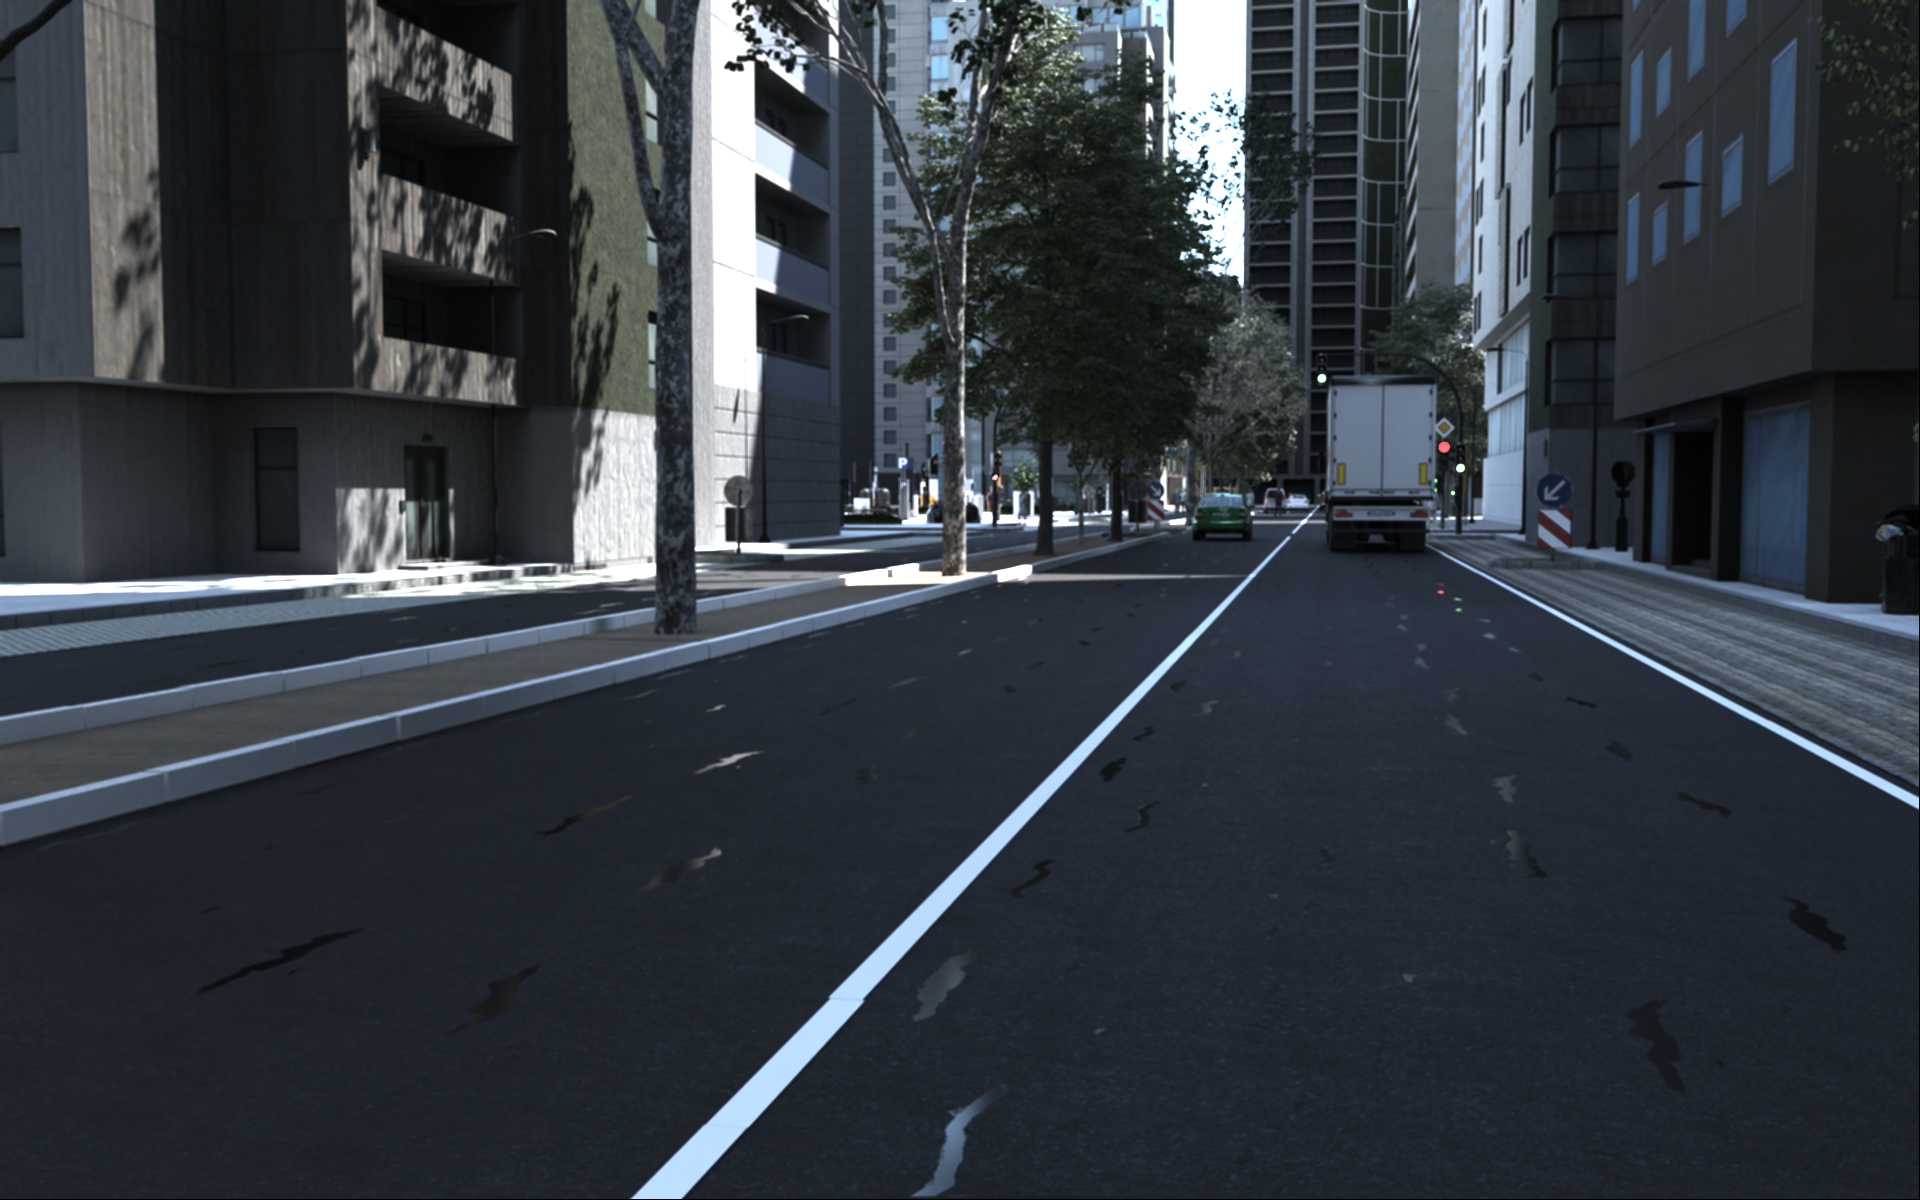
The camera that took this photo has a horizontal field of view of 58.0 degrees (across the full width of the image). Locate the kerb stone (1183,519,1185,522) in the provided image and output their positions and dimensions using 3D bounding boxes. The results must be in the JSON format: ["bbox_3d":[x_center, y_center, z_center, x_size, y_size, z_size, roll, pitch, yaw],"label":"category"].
[{"bbox_3d":[11.168,-4.001,87.703,0.120,0.150,1.000,1,4,12],"label":"kerb stone"}]

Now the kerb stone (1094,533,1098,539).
[{"bbox_3d":[4.188,-2.013,55.101,0.120,0.150,1.000,1,4,12],"label":"kerb stone"}]

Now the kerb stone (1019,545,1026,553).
[{"bbox_3d":[1.399,-1.215,42.058,0.120,0.150,1.000,1,4,12],"label":"kerb stone"}]

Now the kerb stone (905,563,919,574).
[{"bbox_3d":[-0.954,-0.541,31.036,0.120,0.150,1.000,1,4,12],"label":"kerb stone"}]

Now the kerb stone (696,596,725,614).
[{"bbox_3d":[-3.106,0.072,21.012,0.120,0.150,1.000,1,4,12],"label":"kerb stone"}]

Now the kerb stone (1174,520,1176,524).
[{"bbox_3d":[10.093,-3.700,82.690,0.120,0.150,1.000,1,4,12],"label":"kerb stone"}]

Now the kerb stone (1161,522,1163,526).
[{"bbox_3d":[8.788,-3.332,76.674,0.120,0.150,1.000,1,4,12],"label":"kerb stone"}]

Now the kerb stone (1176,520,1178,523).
[{"bbox_3d":[10.302,-3.761,83.691,0.120,0.150,1.000,1,4,12],"label":"kerb stone"}]

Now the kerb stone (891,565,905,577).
[{"bbox_3d":[-1.173,-0.479,30.031,0.120,0.150,1.000,1,4,12],"label":"kerb stone"}]

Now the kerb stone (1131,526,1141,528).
[{"bbox_3d":[6.870,-2.780,67.646,0.120,0.150,1.000,1,4,12],"label":"kerb stone"}]

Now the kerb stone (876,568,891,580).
[{"bbox_3d":[-1.384,-0.415,29.031,0.120,0.150,1.000,1,4,12],"label":"kerb stone"}]

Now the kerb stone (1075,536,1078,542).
[{"bbox_3d":[3.333,-1.765,51.083,0.120,0.150,1.000,1,4,12],"label":"kerb stone"}]

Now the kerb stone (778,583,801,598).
[{"bbox_3d":[-2.454,-0.112,24.025,0.120,0.150,1.000,1,4,12],"label":"kerb stone"}]

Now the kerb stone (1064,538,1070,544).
[{"bbox_3d":[2.904,-1.644,49.074,0.120,0.150,1.000,1,4,12],"label":"kerb stone"}]

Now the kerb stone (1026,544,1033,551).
[{"bbox_3d":[1.614,-1.276,43.059,0.120,0.150,1.000,1,4,12],"label":"kerb stone"}]

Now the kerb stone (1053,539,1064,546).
[{"bbox_3d":[2.687,-1.583,48.073,0.120,0.150,1.000,1,4,12],"label":"kerb stone"}]

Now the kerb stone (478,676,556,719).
[{"bbox_3d":[-2.980,0.652,11.528,0.120,0.150,1.000,1,4,12],"label":"kerb stone"}]

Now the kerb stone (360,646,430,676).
[{"bbox_3d":[-4.608,0.502,13.982,0.120,0.150,1.000,1,4,12],"label":"kerb stone"}]

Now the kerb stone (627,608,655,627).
[{"bbox_3d":[-3.536,0.195,19.012,0.120,0.150,1.000,1,4,12],"label":"kerb stone"}]

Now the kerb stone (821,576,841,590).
[{"bbox_3d":[-2.030,-0.234,26.024,0.120,0.150,1.000,1,4,12],"label":"kerb stone"}]

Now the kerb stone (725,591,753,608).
[{"bbox_3d":[-2.883,0.011,22.009,0.120,0.150,1.000,1,4,12],"label":"kerb stone"}]

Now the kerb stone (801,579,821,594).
[{"bbox_3d":[-2.242,-0.173,25.025,0.120,0.150,1.000,1,4,12],"label":"kerb stone"}]

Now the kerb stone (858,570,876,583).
[{"bbox_3d":[-1.595,-0.357,28.031,0.120,0.150,1.000,1,4,12],"label":"kerb stone"}]

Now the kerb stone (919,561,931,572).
[{"bbox_3d":[-0.751,-0.602,32.038,0.120,0.150,1.000,1,4,12],"label":"kerb stone"}]

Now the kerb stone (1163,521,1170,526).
[{"bbox_3d":[9.446,-3.516,79.678,0.120,0.150,1.000,1,4,12],"label":"kerb stone"}]

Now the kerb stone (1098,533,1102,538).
[{"bbox_3d":[4.407,-2.074,56.109,0.120,0.150,1.000,1,4,12],"label":"kerb stone"}]

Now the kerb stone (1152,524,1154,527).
[{"bbox_3d":[7.942,-3.087,72.663,0.120,0.150,1.000,1,4,12],"label":"kerb stone"}]

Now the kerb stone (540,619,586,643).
[{"bbox_3d":[-3.962,0.318,16.997,0.120,0.150,1.000,1,4,12],"label":"kerb stone"}]

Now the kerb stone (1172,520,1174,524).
[{"bbox_3d":[9.870,-3.639,81.692,0.120,0.150,1.000,1,4,12],"label":"kerb stone"}]

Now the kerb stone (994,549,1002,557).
[{"bbox_3d":[0.748,-1.031,39.051,0.120,0.150,1.000,1,4,12],"label":"kerb stone"}]

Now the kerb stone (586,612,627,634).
[{"bbox_3d":[-3.746,0.256,18.008,0.120,0.150,1.000,1,4,12],"label":"kerb stone"}]

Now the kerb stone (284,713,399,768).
[{"bbox_3d":[-3.417,0.775,9.523,0.120,0.150,1.000,1,4,12],"label":"kerb stone"}]

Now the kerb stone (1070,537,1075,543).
[{"bbox_3d":[3.114,-1.703,50.085,0.120,0.150,1.000,1,4,12],"label":"kerb stone"}]

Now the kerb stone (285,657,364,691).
[{"bbox_3d":[-4.817,0.570,12.982,0.120,0.150,1.000,1,4,12],"label":"kerb stone"}]

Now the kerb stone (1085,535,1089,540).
[{"bbox_3d":[3.761,-1.890,53.094,0.120,0.150,1.000,1,4,12],"label":"kerb stone"}]

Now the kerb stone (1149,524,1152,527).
[{"bbox_3d":[7.727,-3.025,71.655,0.120,0.150,1.000,1,4,12],"label":"kerb stone"}]

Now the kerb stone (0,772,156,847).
[{"bbox_3d":[-3.836,0.902,7.523,0.120,0.150,1.000,1,4,12],"label":"kerb stone"}]

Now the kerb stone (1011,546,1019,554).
[{"bbox_3d":[1.188,-1.150,41.054,0.120,0.150,1.000,1,4,12],"label":"kerb stone"}]

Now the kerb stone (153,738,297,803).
[{"bbox_3d":[-3.622,0.837,8.522,0.120,0.150,1.000,1,4,12],"label":"kerb stone"}]

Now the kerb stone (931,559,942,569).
[{"bbox_3d":[-0.531,-0.664,33.048,0.120,0.150,1.000,1,4,12],"label":"kerb stone"}]

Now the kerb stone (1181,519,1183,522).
[{"bbox_3d":[10.944,-3.945,86.698,0.120,0.150,1.000,1,4,12],"label":"kerb stone"}]

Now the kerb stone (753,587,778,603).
[{"bbox_3d":[-2.673,-0.051,23.022,0.120,0.150,1.000,1,4,12],"label":"kerb stone"}]

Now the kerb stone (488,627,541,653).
[{"bbox_3d":[-4.171,0.382,15.993,0.120,0.150,1.000,1,4,12],"label":"kerb stone"}]

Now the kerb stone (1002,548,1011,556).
[{"bbox_3d":[0.969,-1.092,40.049,0.120,0.150,1.000,1,4,12],"label":"kerb stone"}]

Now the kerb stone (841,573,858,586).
[{"bbox_3d":[-1.817,-0.290,27.032,0.120,0.150,1.000,1,4,12],"label":"kerb stone"}]

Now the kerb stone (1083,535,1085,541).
[{"bbox_3d":[3.547,-1.828,52.088,0.120,0.150,1.000,1,4,12],"label":"kerb stone"}]

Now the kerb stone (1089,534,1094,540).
[{"bbox_3d":[3.972,-1.951,54.102,0.120,0.150,1.000,1,4,12],"label":"kerb stone"}]

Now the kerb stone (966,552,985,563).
[{"bbox_3d":[0.333,-0.907,37.050,0.120,0.150,1.000,1,4,12],"label":"kerb stone"}]

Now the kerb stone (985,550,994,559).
[{"bbox_3d":[0.544,-0.970,38.050,0.120,0.150,1.000,1,4,12],"label":"kerb stone"}]

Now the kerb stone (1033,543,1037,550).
[{"bbox_3d":[1.828,-1.337,44.066,0.120,0.150,1.000,1,4,12],"label":"kerb stone"}]

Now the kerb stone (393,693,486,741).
[{"bbox_3d":[-3.191,0.714,10.528,0.120,0.150,1.000,1,4,12],"label":"kerb stone"}]

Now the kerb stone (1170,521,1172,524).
[{"bbox_3d":[9.658,-3.577,80.683,0.120,0.150,1.000,1,4,12],"label":"kerb stone"}]

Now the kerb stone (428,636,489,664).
[{"bbox_3d":[-4.393,0.444,14.983,0.120,0.150,1.000,1,4,12],"label":"kerb stone"}]

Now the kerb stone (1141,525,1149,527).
[{"bbox_3d":[7.515,-2.964,70.655,0.120,0.150,1.000,1,4,12],"label":"kerb stone"}]

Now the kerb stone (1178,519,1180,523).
[{"bbox_3d":[10.516,-3.823,84.694,0.120,0.150,1.000,1,4,12],"label":"kerb stone"}]
